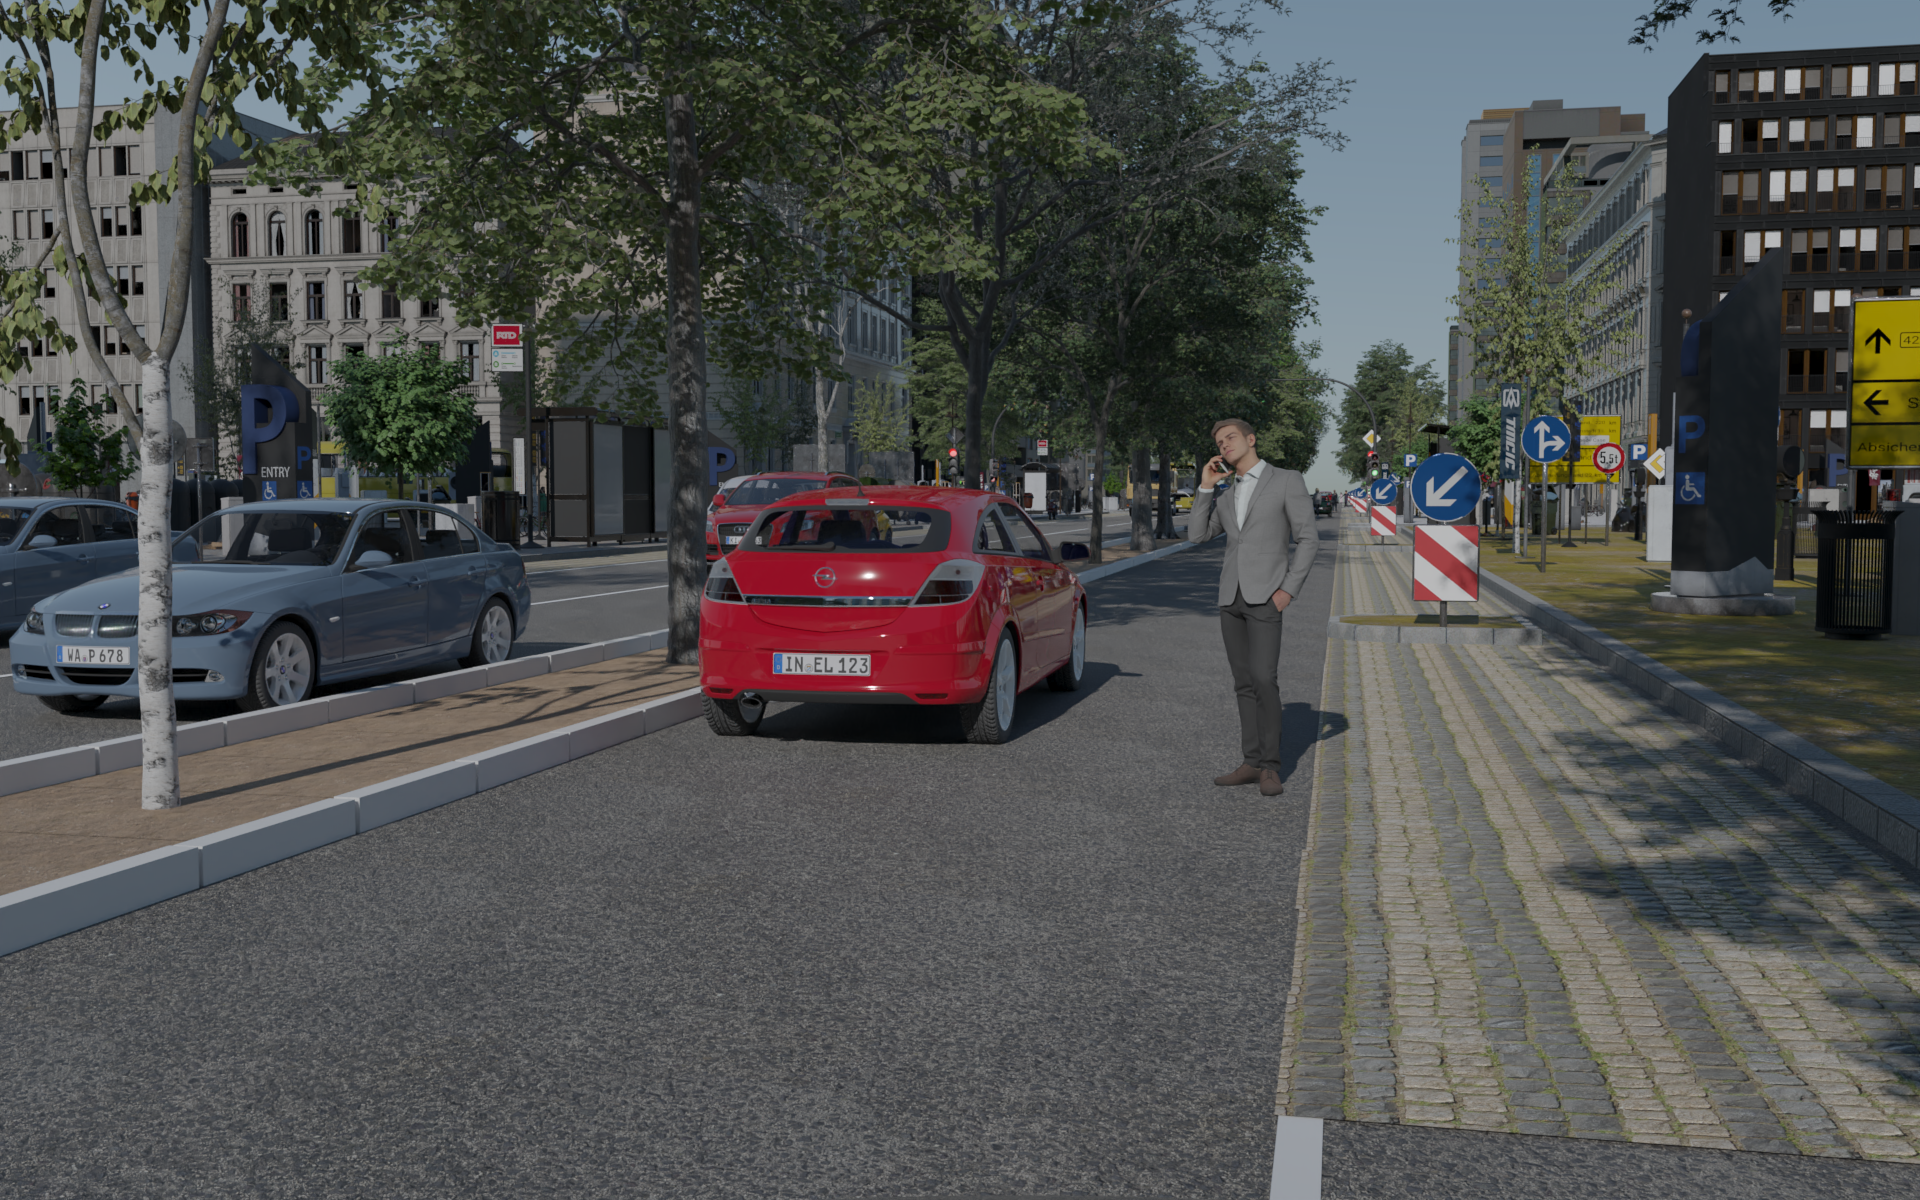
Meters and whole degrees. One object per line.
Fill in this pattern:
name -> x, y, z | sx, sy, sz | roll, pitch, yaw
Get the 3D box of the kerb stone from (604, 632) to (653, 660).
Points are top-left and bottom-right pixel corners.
kerb stone -> -2.986, 0.423, 15.279 | 0.120, 0.150, 1.000 | 1, 4, 12

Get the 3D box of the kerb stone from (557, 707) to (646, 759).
kerb stone -> -2.049, 0.757, 9.825 | 0.120, 0.150, 1.000 | 1, 4, 12

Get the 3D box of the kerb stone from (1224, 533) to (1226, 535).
kerb stone -> 9.044, -2.305, 59.879 | 0.120, 0.150, 1.000 | 1, 4, 12

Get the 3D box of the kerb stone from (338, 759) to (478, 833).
kerb stone -> -2.487, 0.879, 7.819 | 0.120, 0.150, 1.000 | 1, 4, 12

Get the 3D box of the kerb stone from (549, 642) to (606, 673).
kerb stone -> -3.205, 0.484, 14.281 | 0.120, 0.150, 1.000 | 1, 4, 12

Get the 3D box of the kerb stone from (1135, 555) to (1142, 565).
kerb stone -> 3.491, -0.773, 34.840 | 0.120, 0.150, 1.000 | 1, 4, 12

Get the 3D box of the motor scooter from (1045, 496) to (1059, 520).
motor scooter -> 5.148, -5.107, 96.273 | 0.815, 1.314, 1.986 | 1, 4, 12

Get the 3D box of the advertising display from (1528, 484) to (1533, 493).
advertising display -> 35.830, -6.397, 109.799 | 0.974, 1.923, 0.123 | -1, 4, -11

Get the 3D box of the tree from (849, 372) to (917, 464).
tree -> -4.972, -9.489, 105.507 | 4.737, 8.622, 4.395 | 0, 3, 0

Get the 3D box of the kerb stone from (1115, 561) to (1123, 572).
kerb stone -> 2.828, -0.585, 31.841 | 0.120, 0.150, 1.000 | 1, 4, 12

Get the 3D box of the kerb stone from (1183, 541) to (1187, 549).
kerb stone -> 5.711, -1.385, 44.844 | 0.120, 0.150, 1.000 | 1, 4, 12

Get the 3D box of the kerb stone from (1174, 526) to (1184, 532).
kerb stone -> 8.536, -2.761, 67.331 | 0.120, 0.150, 1.000 | 1, 4, 12

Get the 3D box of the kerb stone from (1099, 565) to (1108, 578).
kerb stone -> 2.377, -0.467, 29.833 | 0.120, 0.150, 1.000 | 1, 4, 12

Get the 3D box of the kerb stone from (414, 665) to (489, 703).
kerb stone -> -3.656, 0.607, 12.286 | 0.120, 0.150, 1.000 | 1, 4, 12

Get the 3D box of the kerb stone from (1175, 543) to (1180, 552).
kerb stone -> 5.266, -1.260, 42.843 | 0.120, 0.150, 1.000 | 1, 4, 12

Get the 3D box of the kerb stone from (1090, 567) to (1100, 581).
kerb stone -> 2.161, -0.406, 28.834 | 0.120, 0.150, 1.000 | 1, 4, 12

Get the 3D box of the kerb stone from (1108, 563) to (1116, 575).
kerb stone -> 2.606, -0.529, 30.837 | 0.120, 0.150, 1.000 | 1, 4, 12

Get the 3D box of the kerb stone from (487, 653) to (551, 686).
kerb stone -> -3.438, 0.545, 13.285 | 0.120, 0.150, 1.000 | 1, 4, 12

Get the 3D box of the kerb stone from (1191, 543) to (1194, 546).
kerb stone -> 6.146, -1.506, 46.849 | 0.120, 0.150, 1.000 | 1, 4, 12

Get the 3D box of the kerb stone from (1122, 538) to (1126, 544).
kerb stone -> 4.545, -1.659, 49.315 | 0.120, 0.150, 1.000 | 1, 4, 12

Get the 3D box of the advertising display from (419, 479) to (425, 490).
advertising display -> -22.911, -4.184, 73.626 | 0.123, 1.923, 0.974 | -2, 4, -28

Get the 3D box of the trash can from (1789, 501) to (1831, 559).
trash can -> 16.881, -1.394, 34.447 | 0.748, 1.137, 0.748 | 0, 3, 0

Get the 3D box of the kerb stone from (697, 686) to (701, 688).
kerb stone -> -1.608, 0.634, 11.823 | 0.120, 0.150, 1.000 | 1, 4, 12

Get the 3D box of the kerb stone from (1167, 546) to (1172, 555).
kerb stone -> 4.827, -1.138, 40.840 | 0.120, 0.150, 1.000 | 1, 4, 12

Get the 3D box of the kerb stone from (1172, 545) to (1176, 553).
kerb stone -> 5.044, -1.196, 41.844 | 0.120, 0.150, 1.000 | 1, 4, 12

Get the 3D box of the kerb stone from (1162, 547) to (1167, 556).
kerb stone -> 4.599, -1.077, 39.830 | 0.120, 0.150, 1.000 | 1, 4, 12

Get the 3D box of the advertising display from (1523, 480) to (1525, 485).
advertising display -> 25.380, -4.478, 78.432 | 0.123, 1.923, 0.974 | 2, 4, 30

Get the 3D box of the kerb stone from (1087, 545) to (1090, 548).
kerb stone -> 3.443, -1.352, 44.308 | 0.120, 0.150, 1.000 | 1, 4, 12

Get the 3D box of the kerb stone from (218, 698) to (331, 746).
kerb stone -> -4.093, 0.728, 10.288 | 0.120, 0.150, 1.000 | 1, 4, 12

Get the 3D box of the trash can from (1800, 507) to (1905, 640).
trash can -> 7.941, -0.227, 15.369 | 0.748, 1.137, 0.748 | 0, 3, 0

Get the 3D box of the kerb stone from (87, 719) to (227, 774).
kerb stone -> -4.317, 0.789, 9.290 | 0.120, 0.150, 1.000 | 1, 4, 12

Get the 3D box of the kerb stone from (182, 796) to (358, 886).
kerb stone -> -2.714, 0.944, 6.823 | 0.120, 0.150, 1.000 | 1, 4, 12

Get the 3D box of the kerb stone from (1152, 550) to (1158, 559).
kerb stone -> 4.149, -0.957, 37.835 | 0.120, 0.150, 1.000 | 1, 4, 12

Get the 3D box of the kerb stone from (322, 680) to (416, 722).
kerb stone -> -3.881, 0.667, 11.288 | 0.120, 0.150, 1.000 | 1, 4, 12

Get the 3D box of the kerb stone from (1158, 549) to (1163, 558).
kerb stone -> 4.382, -1.015, 38.831 | 0.120, 0.150, 1.000 | 1, 4, 12

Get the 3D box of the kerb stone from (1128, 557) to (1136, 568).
kerb stone -> 3.263, -0.712, 33.843 | 0.120, 0.150, 1.000 | 1, 4, 12

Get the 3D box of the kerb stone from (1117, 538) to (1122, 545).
kerb stone -> 4.326, -1.596, 48.313 | 0.120, 0.150, 1.000 | 1, 4, 12

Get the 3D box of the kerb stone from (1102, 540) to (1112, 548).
kerb stone -> 3.882, -1.475, 46.317 | 0.120, 0.150, 1.000 | 1, 4, 12

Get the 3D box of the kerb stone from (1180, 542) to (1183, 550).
kerb stone -> 5.478, -1.324, 43.843 | 0.120, 0.150, 1.000 | 1, 4, 12

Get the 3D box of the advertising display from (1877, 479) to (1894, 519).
advertising display -> 40.143, -4.276, 75.130 | 0.123, 1.923, 0.974 | 0, 4, -5

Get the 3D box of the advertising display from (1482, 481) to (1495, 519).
advertising display -> 26.886, -5.080, 88.271 | 0.123, 1.923, 0.974 | -2, 4, -27

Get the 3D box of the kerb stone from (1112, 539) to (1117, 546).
kerb stone -> 4.103, -1.536, 47.315 | 0.120, 0.150, 1.000 | 1, 4, 12

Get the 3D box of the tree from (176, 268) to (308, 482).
tree -> -23.272, -6.498, 56.608 | 4.360, 8.622, 3.978 | 0, 3, 0

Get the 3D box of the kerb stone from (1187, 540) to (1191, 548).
kerb stone -> 5.932, -1.445, 45.849 | 0.120, 0.150, 1.000 | 1, 4, 12

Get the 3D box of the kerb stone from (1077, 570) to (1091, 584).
kerb stone -> 1.937, -0.344, 27.833 | 0.120, 0.150, 1.000 | 1, 4, 12

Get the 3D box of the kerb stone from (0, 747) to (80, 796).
kerb stone -> -4.544, 0.850, 8.293 | 0.120, 0.150, 1.000 | 1, 4, 12

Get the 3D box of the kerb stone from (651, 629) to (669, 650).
kerb stone -> -2.768, 0.362, 16.281 | 0.120, 0.150, 1.000 | 1, 4, 12

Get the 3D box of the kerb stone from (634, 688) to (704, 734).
kerb stone -> -1.826, 0.696, 10.824 | 0.120, 0.150, 1.000 | 1, 4, 12

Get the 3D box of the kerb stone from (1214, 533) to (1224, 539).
kerb stone -> 8.811, -2.244, 58.883 | 0.120, 0.150, 1.000 | 1, 4, 12

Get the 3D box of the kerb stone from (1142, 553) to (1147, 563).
kerb stone -> 3.712, -0.833, 35.838 | 0.120, 0.150, 1.000 | 1, 4, 12

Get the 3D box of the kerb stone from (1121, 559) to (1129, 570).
kerb stone -> 3.043, -0.651, 32.844 | 0.120, 0.150, 1.000 | 1, 4, 12

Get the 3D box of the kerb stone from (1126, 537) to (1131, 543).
kerb stone -> 4.777, -1.719, 50.319 | 0.120, 0.150, 1.000 | 1, 4, 12

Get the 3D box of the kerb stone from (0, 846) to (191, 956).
kerb stone -> -2.935, 1.001, 5.824 | 0.120, 0.150, 1.000 | 1, 4, 12

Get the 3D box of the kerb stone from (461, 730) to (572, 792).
kerb stone -> -2.266, 0.818, 8.826 | 0.120, 0.150, 1.000 | 1, 4, 12

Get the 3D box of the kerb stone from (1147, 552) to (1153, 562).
kerb stone -> 3.939, -0.895, 36.834 | 0.120, 0.150, 1.000 | 1, 4, 12
